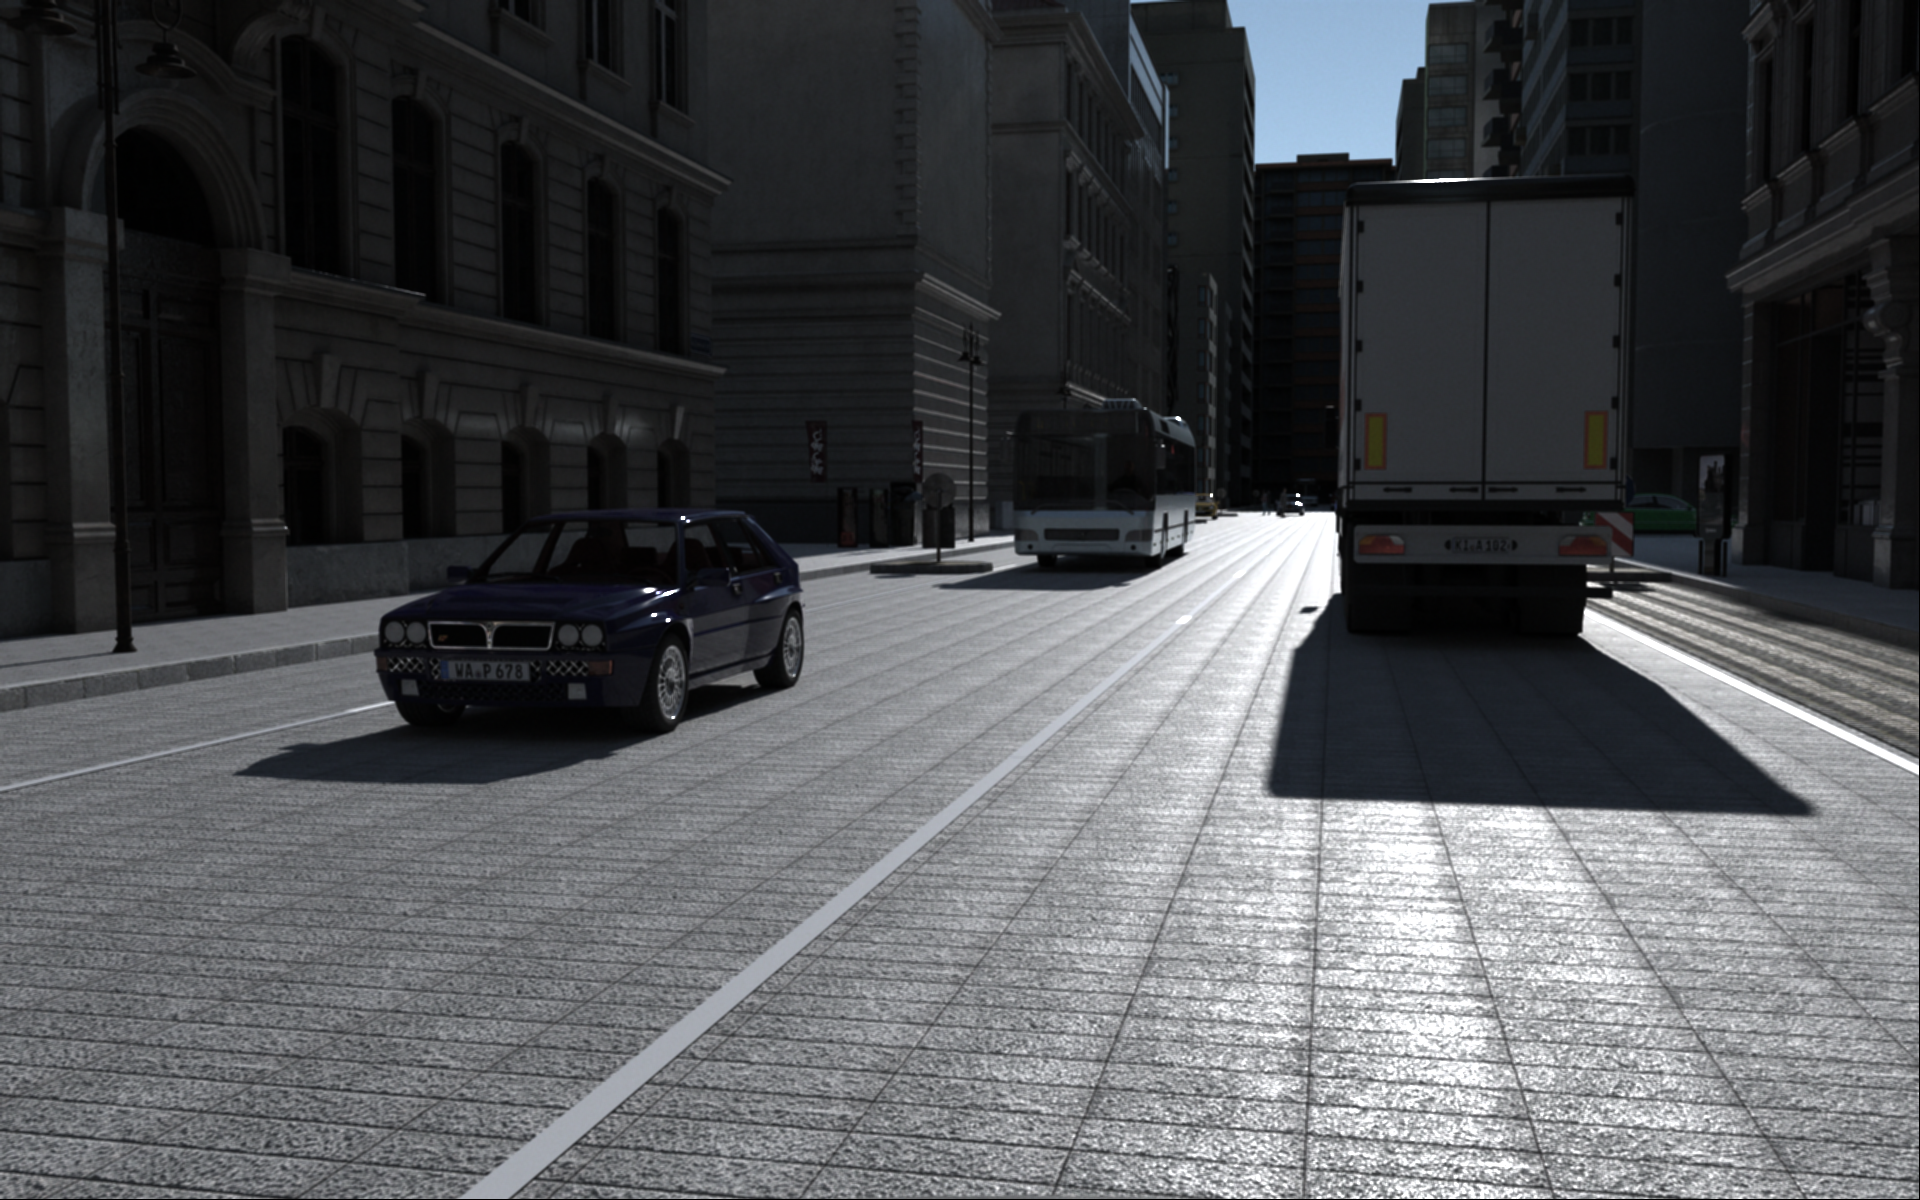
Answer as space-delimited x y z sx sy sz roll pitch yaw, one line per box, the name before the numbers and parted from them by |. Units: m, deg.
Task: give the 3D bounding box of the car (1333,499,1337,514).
car | 27.396 -6.903 122.461 1.945 1.707 3.694 1 4 11

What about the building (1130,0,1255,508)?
building | 18.517 -33.786 176.097 21.300 48.544 21.600 1 4 12

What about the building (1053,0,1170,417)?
building | 4.232 -16.843 93.408 12.078 24.808 19.932 1 4 12

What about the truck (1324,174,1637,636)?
truck | 5.830 -1.957 20.903 2.839 4.237 11.283 1 4 12

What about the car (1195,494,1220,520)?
car | 13.676 -5.363 97.914 2.015 1.641 3.980 1 4 11

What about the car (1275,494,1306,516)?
car | 22.161 -6.363 116.045 2.014 1.417 4.499 1 4 13

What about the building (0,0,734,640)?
building | -13.379 -12.160 17.900 14.460 24.649 34.723 1 4 12

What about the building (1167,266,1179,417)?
building | 5.619 -15.004 112.762 16.820 18.784 16.811 1 4 12

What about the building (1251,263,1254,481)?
building | 27.214 -26.398 203.308 14.107 30.474 14.160 1 4 12

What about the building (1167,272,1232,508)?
building | 8.987 -18.789 152.235 27.650 21.520 28.899 1 4 12

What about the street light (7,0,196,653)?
street light | -6.790 -2.515 13.902 0.468 5.910 1.993 1 4 12

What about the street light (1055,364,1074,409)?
street light | 3.741 -5.446 61.823 0.468 5.910 1.993 1 4 12

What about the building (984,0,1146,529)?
building | 0.812 -14.450 72.416 11.583 22.565 21.152 1 4 12

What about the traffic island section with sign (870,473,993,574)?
traffic island section with sign | -0.455 -1.430 32.009 1.989 1.847 2.006 1 4 12

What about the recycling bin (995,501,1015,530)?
recycling bin | 1.704 -2.992 61.474 0.722 1.027 0.722 -1 4 -19

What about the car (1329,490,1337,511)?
car | 32.859 -8.563 148.670 2.281 1.827 5.304 1 4 11

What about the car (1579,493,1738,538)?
car | 21.642 -2.735 53.510 4.718 1.807 1.959 1 4 13

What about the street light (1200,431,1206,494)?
street light | 17.900 -9.457 127.407 0.468 5.910 1.993 1 4 12

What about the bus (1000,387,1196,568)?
bus | 3.304 -2.558 36.687 2.948 3.499 13.247 1 4 11

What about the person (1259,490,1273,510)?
person | 28.056 -9.183 158.660 1.348 1.823 0.705 0 4 -1

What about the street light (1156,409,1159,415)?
street light | 10.787 -7.458 94.727 0.468 5.910 1.993 1 4 12

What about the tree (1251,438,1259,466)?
tree | 31.214 -14.883 193.702 4.360 8.622 3.978 0 3 0

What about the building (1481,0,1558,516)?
building | 43.373 -27.512 104.444 22.147 44.769 28.867 1 4 12

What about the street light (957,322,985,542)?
street light | 0.302 -4.516 46.617 0.468 5.910 1.993 1 4 12

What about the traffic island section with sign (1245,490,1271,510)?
traffic island section with sign | 27.524 -9.297 160.628 1.989 1.847 2.006 1 4 12

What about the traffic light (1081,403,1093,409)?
traffic light | 3.900 -3.938 53.310 0.839 4.253 0.868 1 4 12

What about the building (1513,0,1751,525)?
building | 35.348 -23.035 68.499 23.993 40.220 32.217 1 4 12

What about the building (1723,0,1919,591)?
building | 18.349 -10.907 29.247 10.553 20.767 40.483 1 4 12

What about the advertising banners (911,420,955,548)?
advertising banners | -0.654 -2.785 41.725 0.090 3.025 2.074 2 4 29

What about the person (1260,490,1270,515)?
person | 20.840 -6.661 118.244 0.643 1.720 0.563 3 5 40

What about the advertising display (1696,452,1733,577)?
advertising display | 11.818 -1.342 27.159 0.123 1.923 0.974 0 4 -1

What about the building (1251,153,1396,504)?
building | 46.352 -34.937 225.852 28.867 44.769 22.147 1 4 12

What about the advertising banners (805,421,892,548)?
advertising banners | -2.657 -2.759 41.300 2.074 3.025 0.090 0 4 3

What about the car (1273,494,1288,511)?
car | 26.952 -8.184 143.589 2.009 1.686 4.222 1 4 11

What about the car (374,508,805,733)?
car | -2.324 0.051 11.739 1.945 1.354 3.894 1 4 11

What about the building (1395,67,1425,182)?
building | 59.407 -34.767 192.140 21.300 48.544 21.600 1 4 12

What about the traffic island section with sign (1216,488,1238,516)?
traffic island section with sign | 16.924 -6.316 111.901 1.989 1.847 2.006 1 4 12

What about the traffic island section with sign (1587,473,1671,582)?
traffic island section with sign | 10.767 -1.255 29.150 1.989 1.847 2.006 1 4 12

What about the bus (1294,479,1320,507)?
bus | 40.159 -12.597 200.817 2.948 3.499 13.247 1 4 11

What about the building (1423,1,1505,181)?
building | 46.427 -28.352 147.155 14.154 41.232 14.086 1 4 12

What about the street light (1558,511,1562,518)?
street light | 17.382 -4.725 50.034 0.468 5.910 1.993 1 4 12

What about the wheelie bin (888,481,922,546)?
wheelie bin | -1.377 -2.142 42.937 0.980 1.594 0.693 0 4 4

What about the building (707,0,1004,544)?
building | -9.136 -13.532 50.127 19.941 23.489 11.050 1 4 12

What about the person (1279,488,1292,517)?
person | 20.132 -6.042 107.414 0.853 1.813 0.709 3 4 37

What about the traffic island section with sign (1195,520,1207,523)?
traffic island section with sign | 11.144 -4.694 85.373 1.989 1.847 2.006 1 4 12
